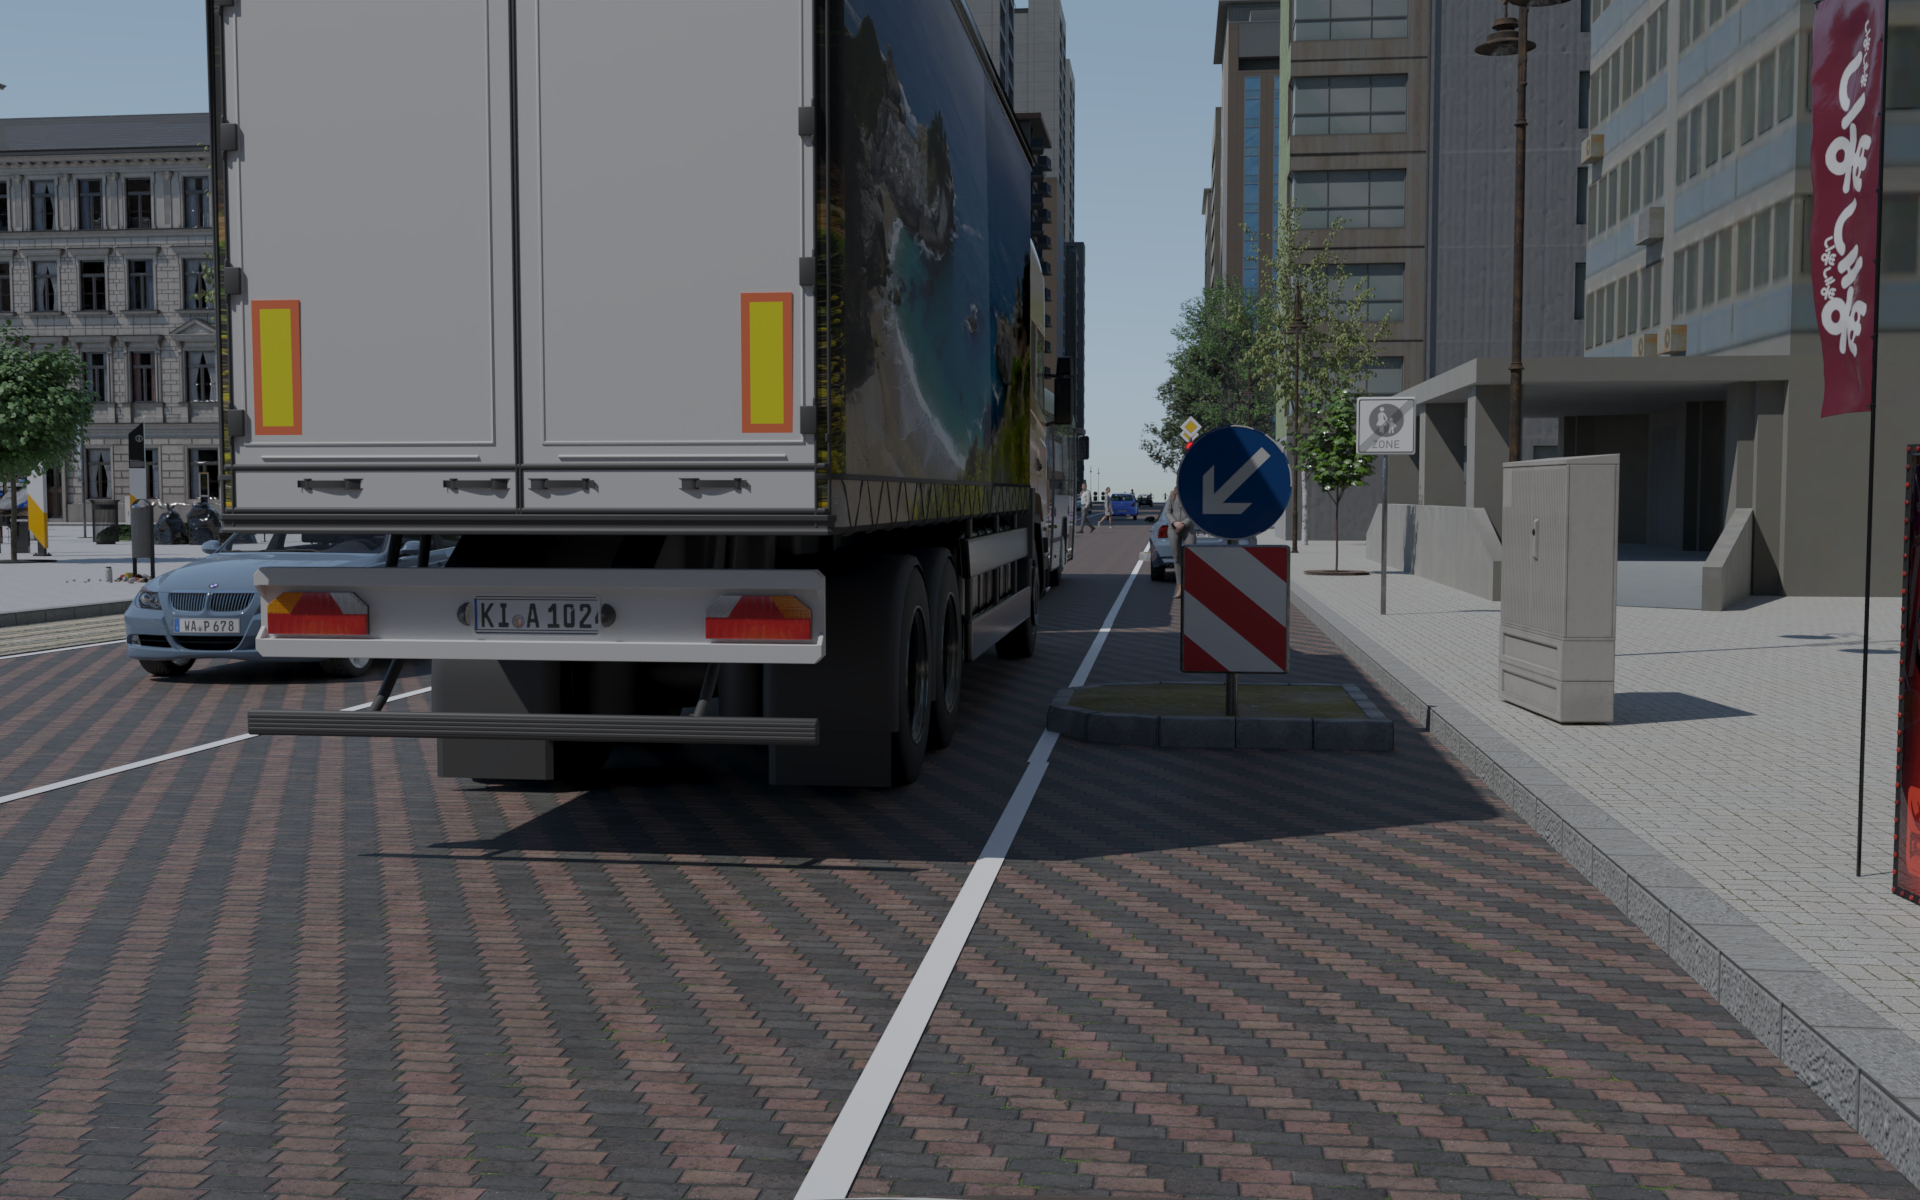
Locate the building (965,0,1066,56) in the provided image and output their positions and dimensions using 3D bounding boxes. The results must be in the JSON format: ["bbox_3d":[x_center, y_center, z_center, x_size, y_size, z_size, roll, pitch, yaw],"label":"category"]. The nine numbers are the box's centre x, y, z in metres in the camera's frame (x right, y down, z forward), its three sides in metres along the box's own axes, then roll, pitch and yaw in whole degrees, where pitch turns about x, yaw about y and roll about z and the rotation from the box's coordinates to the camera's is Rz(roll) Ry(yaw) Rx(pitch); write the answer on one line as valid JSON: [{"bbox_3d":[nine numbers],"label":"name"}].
[{"bbox_3d":[7.237,-49.986,255.524,20.563,71.187,20.611,0,4,7],"label":"building"}]

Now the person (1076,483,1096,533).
[{"bbox_3d":[4.595,-3.360,63.535,0.850,1.850,0.679,-1,4,-22],"label":"person"}]

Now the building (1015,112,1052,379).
[{"bbox_3d":[-1.146,-33.138,196.427,22.147,44.769,28.867,0,4,7],"label":"building"}]

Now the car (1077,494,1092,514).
[{"bbox_3d":[8.477,-6.924,125.000,2.131,1.459,4.920,1,4,9],"label":"car"}]

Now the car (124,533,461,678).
[{"bbox_3d":[-5.384,-0.191,15.124,2.014,1.417,4.499,0,4,6],"label":"car"}]

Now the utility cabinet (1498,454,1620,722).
[{"bbox_3d":[3.467,-0.088,10.120,0.318,1.500,1.173,0,4,1],"label":"utility cabinet"}]

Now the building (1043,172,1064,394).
[{"bbox_3d":[6.890,-36.009,238.850,14.600,45.320,14.200,0,4,7],"label":"building"}]

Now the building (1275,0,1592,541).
[{"bbox_3d":[16.763,-22.553,52.340,14.154,41.232,14.086,0,4,7],"label":"building"}]

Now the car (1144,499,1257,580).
[{"bbox_3d":[4.176,-1.095,29.909,2.014,1.417,4.499,0,4,7],"label":"car"}]

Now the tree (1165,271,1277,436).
[{"bbox_3d":[13.376,-9.556,82.001,9.928,11.665,9.643,0,3,0],"label":"tree"}]

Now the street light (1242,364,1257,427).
[{"bbox_3d":[10.286,-5.439,61.711,0.468,5.910,1.993,0,4,7],"label":"street light"}]

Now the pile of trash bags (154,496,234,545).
[{"bbox_3d":[-19.034,-2.151,44.923,1.912,1.369,3.447,2,4,27],"label":"pile of trash bags"}]

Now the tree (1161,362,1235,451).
[{"bbox_3d":[18.160,-12.671,125.301,7.486,12.596,7.792,0,3,0],"label":"tree"}]

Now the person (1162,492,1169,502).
[{"bbox_3d":[35.978,-17.984,303.317,1.217,1.735,0.721,2,4,27],"label":"person"}]

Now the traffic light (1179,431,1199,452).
[{"bbox_3d":[9.262,-4.974,70.250,0.839,4.253,0.868,0,4,7],"label":"traffic light"}]

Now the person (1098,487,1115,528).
[{"bbox_3d":[6.134,-3.852,72.226,0.760,1.731,0.466,-2,4,-26],"label":"person"}]

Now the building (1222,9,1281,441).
[{"bbox_3d":[31.668,-31.300,161.859,14.600,45.320,14.200,0,4,7],"label":"building"}]

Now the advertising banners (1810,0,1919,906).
[{"bbox_3d":[2.999,-0.551,5.199,0.090,3.025,2.074,0,4,2],"label":"advertising banners"}]

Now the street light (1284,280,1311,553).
[{"bbox_3d":[7.290,-3.960,37.541,0.468,5.910,1.993,0,4,7],"label":"street light"}]

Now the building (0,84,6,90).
[{"bbox_3d":[-62.647,-17.642,85.711,25.104,27.353,12.463,0,4,7],"label":"building"}]

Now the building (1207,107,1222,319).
[{"bbox_3d":[40.769,-35.632,206.291,21.300,48.544,21.600,0,4,7],"label":"building"}]

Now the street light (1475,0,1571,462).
[{"bbox_3d":[4.234,-2.468,13.135,0.468,5.910,1.993,0,4,7],"label":"street light"}]

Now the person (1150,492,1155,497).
[{"bbox_3d":[29.684,-15.893,269.062,1.217,1.735,0.721,0,4,-6],"label":"person"}]

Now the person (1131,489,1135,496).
[{"bbox_3d":[12.585,-7.211,126.491,0.616,1.811,0.778,2,4,24],"label":"person"}]

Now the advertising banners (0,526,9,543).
[{"bbox_3d":[-25.014,-2.974,44.811,0.090,3.025,2.074,1,4,8],"label":"advertising banners"}]

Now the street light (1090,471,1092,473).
[{"bbox_3d":[21.080,-18.734,279.095,0.468,5.910,1.993,0,4,7],"label":"street light"}]

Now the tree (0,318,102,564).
[{"bbox_3d":[-17.786,-2.974,32.342,4.285,4.588,4.351,0,3,0],"label":"tree"}]

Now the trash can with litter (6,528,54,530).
[{"bbox_3d":[-33.639,-3.164,62.788,1.678,1.210,2.233,-1,4,-18],"label":"trash can with litter"}]

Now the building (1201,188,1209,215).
[{"bbox_3d":[54.465,-42.658,286.691,28.713,52.752,27.495,0,4,7],"label":"building"}]

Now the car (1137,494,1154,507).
[{"bbox_3d":[20.729,-11.282,194.240,2.009,1.686,4.222,1,4,9],"label":"car"}]

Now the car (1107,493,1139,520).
[{"bbox_3d":[9.026,-5.316,96.512,1.945,1.707,3.694,0,4,5],"label":"car"}]

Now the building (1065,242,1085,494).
[{"bbox_3d":[12.359,-36.098,273.796,14.154,41.232,14.086,0,4,7],"label":"building"}]

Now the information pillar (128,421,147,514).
[{"bbox_3d":[-26.475,-3.941,55.790,0.504,3.616,0.183,-1,4,-13],"label":"information pillar"}]

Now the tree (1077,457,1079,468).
[{"bbox_3d":[12.839,-16.265,216.300,4.360,8.622,3.978,0,3,0],"label":"tree"}]

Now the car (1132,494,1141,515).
[{"bbox_3d":[11.249,-6.594,117.593,2.009,1.686,4.222,0,4,6],"label":"car"}]

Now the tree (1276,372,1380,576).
[{"bbox_3d":[6.063,-2.008,27.434,1.663,3.219,1.824,0,3,0],"label":"tree"}]

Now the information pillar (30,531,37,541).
[{"bbox_3d":[-25.526,-2.641,47.673,0.304,2.012,0.304,1,4,15],"label":"information pillar"}]

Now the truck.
[{"bbox_3d":[-0.925,-1.407,11.922,2.839,4.237,11.283,0,4,7],"label":"truck"}]

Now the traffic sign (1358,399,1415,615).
[{"bbox_3d":[4.500,-0.992,18.350,0.606,2.300,0.079,1,4,9],"label":"traffic sign"}]

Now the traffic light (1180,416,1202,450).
[{"bbox_3d":[8.276,-4.490,62.326,0.839,4.253,0.868,0,4,7],"label":"traffic light"}]

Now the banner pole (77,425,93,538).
[{"bbox_3d":[-25.411,-3.673,50.078,0.401,3.779,0.863,-1,4,-14],"label":"banner pole"}]

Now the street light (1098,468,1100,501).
[{"bbox_3d":[24.259,-20.211,303.241,0.468,5.910,1.993,0,4,7],"label":"street light"}]

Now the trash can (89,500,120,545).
[{"bbox_3d":[-21.804,-1.990,44.186,0.748,1.137,0.748,0,3,0],"label":"trash can"}]

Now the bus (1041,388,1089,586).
[{"bbox_3d":[-0.013,-1.807,24.401,2.948,3.499,13.247,0,4,8],"label":"bus"}]

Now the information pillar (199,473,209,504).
[{"bbox_3d":[-25.980,-3.367,59.549,0.304,2.012,0.304,-2,4,-24],"label":"information pillar"}]

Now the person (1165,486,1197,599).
[{"bbox_3d":[3.044,-0.908,23.624,0.520,1.790,0.573,1,4,10],"label":"person"}]

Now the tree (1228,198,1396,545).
[{"bbox_3d":[8.630,-5.662,42.941,4.737,8.622,4.395,0,3,0],"label":"tree"}]

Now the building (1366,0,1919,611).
[{"bbox_3d":[23.209,-20.336,24.376,32.217,40.220,23.993,0,4,7],"label":"building"}]

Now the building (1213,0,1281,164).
[{"bbox_3d":[41.108,-36.220,181.430,28.713,52.752,27.495,0,4,7],"label":"building"}]

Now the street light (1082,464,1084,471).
[{"bbox_3d":[18.119,-17.252,254.852,0.468,5.910,1.993,0,4,7],"label":"street light"}]

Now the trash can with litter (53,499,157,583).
[{"bbox_3d":[-11.796,-0.866,25.219,2.233,1.210,1.678,3,4,36],"label":"trash can with litter"}]

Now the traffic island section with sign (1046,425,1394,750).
[{"bbox_3d":[1.564,-0.129,10.733,1.989,1.847,2.006,0,4,7],"label":"traffic island section with sign"}]

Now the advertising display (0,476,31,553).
[{"bbox_3d":[-20.353,-1.973,37.471,0.974,1.923,0.123,0,4,-8],"label":"advertising display"}]

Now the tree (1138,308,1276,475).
[{"bbox_3d":[16.164,-11.610,106.825,9.611,12.733,9.660,0,3,0],"label":"tree"}]

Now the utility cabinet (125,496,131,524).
[{"bbox_3d":[-31.212,-3.308,65.246,0.306,1.237,1.020,-2,4,-35],"label":"utility cabinet"}]

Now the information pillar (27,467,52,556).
[{"bbox_3d":[-19.014,-2.711,35.671,0.504,3.616,0.183,2,4,25],"label":"information pillar"}]

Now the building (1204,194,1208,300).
[{"bbox_3d":[47.912,-39.075,262.572,21.300,48.544,21.600,0,4,7],"label":"building"}]

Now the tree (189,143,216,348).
[{"bbox_3d":[-10.793,-4.873,30.041,4.737,8.622,4.395,0,3,0],"label":"tree"}]

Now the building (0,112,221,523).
[{"bbox_3d":[-40.464,-13.309,82.223,19.286,19.102,10.561,0,4,7],"label":"building"}]
